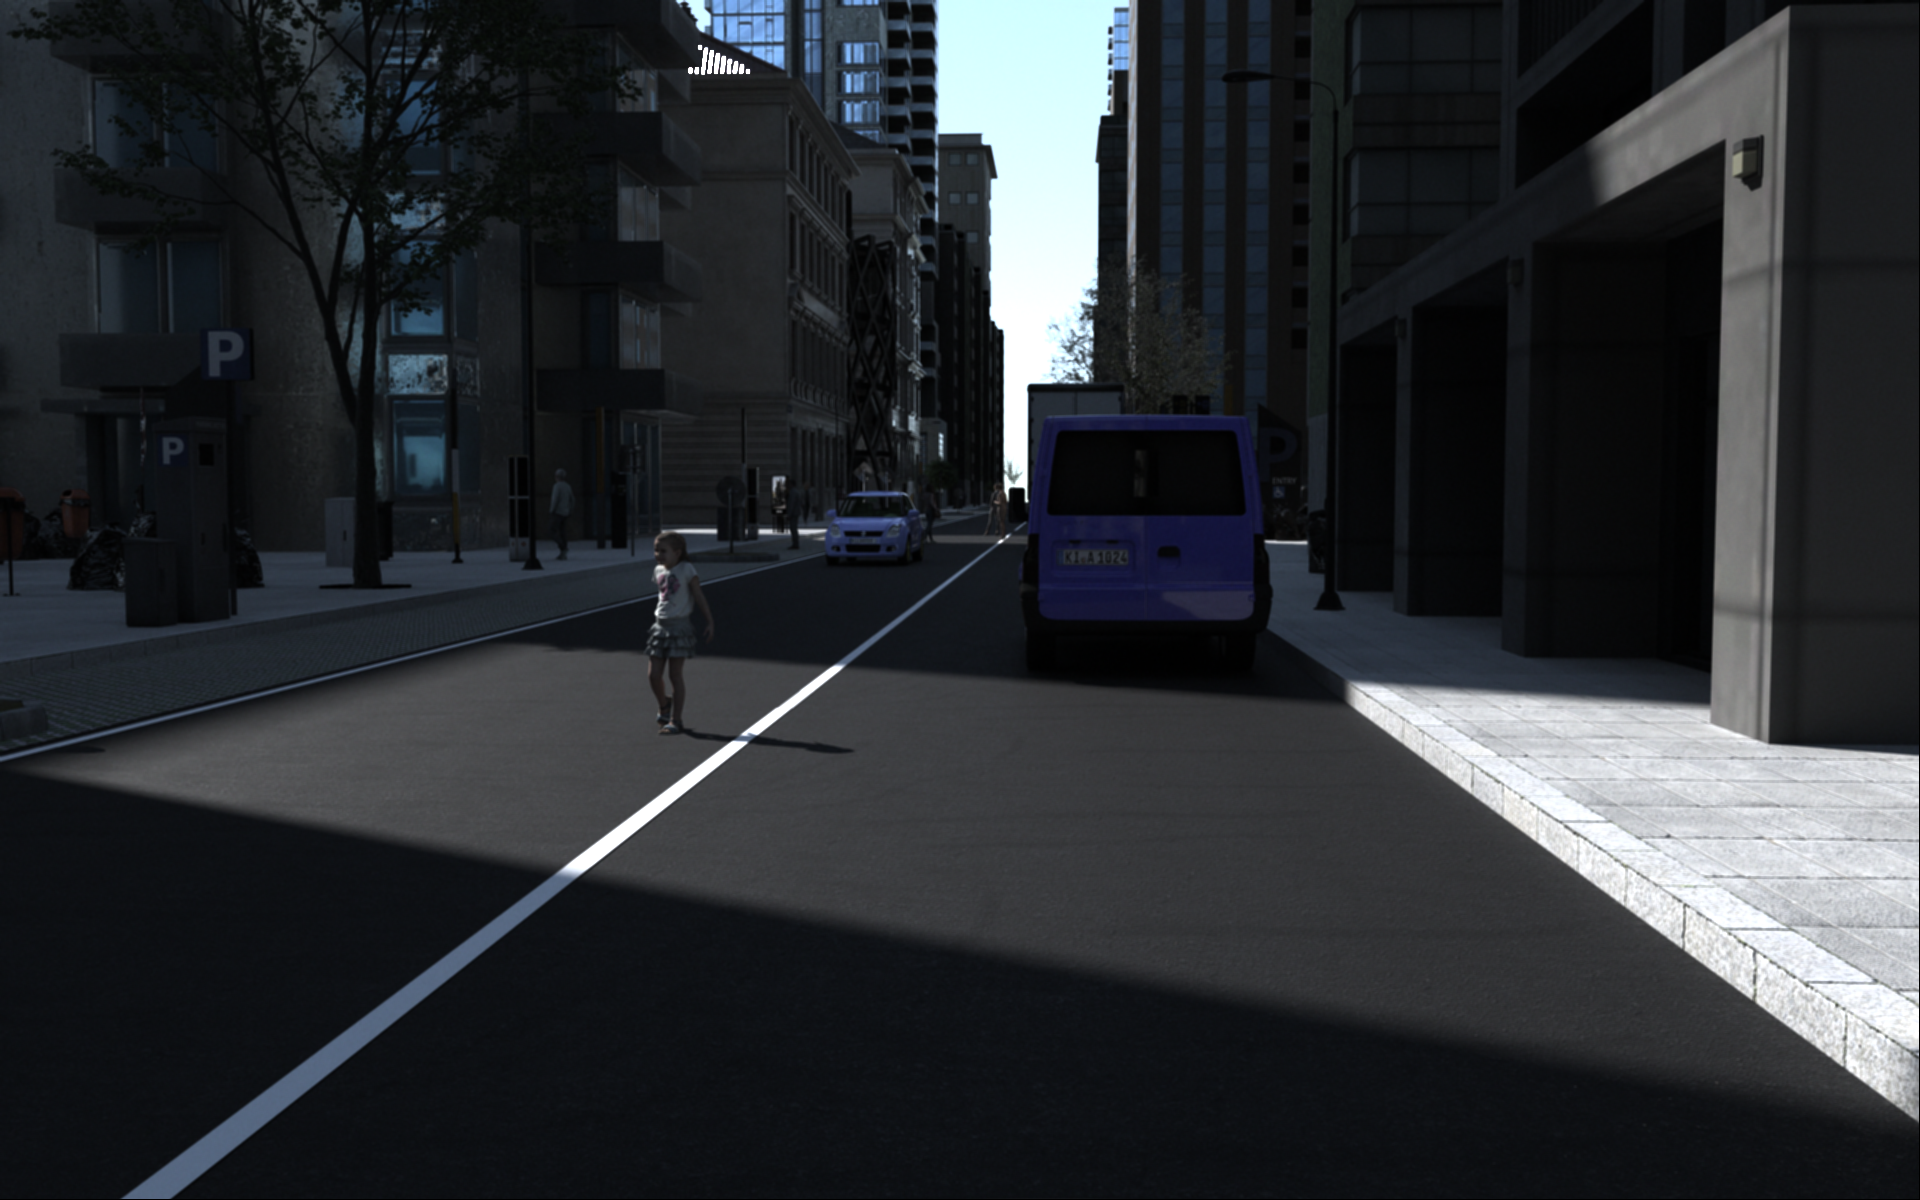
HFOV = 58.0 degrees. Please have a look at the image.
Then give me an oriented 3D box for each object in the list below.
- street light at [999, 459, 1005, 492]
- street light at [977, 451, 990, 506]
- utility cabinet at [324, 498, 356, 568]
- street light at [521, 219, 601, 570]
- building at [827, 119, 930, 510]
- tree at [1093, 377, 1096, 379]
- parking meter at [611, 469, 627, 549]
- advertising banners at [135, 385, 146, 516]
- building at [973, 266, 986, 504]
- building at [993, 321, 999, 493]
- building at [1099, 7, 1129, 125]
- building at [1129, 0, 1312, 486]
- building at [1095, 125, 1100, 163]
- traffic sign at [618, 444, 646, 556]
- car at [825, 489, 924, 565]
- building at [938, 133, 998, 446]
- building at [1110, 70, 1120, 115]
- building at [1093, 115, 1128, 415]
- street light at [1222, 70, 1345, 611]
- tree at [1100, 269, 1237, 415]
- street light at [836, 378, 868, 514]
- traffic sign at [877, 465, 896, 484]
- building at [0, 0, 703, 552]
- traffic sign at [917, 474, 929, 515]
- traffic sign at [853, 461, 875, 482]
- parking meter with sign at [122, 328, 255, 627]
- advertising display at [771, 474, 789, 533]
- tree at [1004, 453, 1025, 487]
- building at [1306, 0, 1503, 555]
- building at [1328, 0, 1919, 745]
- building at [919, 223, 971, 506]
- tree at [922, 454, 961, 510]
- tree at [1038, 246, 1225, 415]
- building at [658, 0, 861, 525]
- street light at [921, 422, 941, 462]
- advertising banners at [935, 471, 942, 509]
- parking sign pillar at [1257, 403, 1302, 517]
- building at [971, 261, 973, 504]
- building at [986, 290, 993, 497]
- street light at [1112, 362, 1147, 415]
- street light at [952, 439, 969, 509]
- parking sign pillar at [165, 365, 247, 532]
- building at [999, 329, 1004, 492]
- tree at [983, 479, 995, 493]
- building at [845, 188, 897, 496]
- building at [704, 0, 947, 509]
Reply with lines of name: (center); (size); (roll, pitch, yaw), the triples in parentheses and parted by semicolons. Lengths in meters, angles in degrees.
street light: (5.048, -15.716, 229.501); (1.470, 5.913, 1.316); (0, 4, 3)
street light: (2.572, -13.139, 187.364); (1.470, 5.913, 1.316); (0, 4, 3)
utility cabinet: (-10.809, -1.183, 30.509); (1.020, 1.237, 0.306); (3, 5, 42)
street light: (-6.720, -3.466, 29.216); (1.470, 5.913, 1.316); (0, 4, 3)
building: (-9.937, -20.700, 125.838); (14.401, 28.519, 23.554); (0, 4, 3)
tree: (12.915, -13.674, 149.326); (9.928, 11.665, 9.643); (0, 3, 0)
parking meter: (-8.050, -2.151, 40.881); (0.255, 1.863, 0.399); (-2, 4, -35)
advertising banners: (-13.601, -1.992, 28.756); (0.090, 3.025, 2.074); (-2, 4, -28)
building: (-4.560, -26.921, 211.865); (14.160, 30.474, 14.107); (0, 4, 3)
building: (-1.488, -30.974, 278.122); (14.160, 30.474, 14.107); (0, 4, 3)
building: (31.864, -59.444, 284.584); (22.319, 86.520, 31.000); (0, 4, 3)
building: (18.070, -28.270, 112.318); (14.600, 45.320, 14.200); (0, 4, 3)
building: (33.303, -39.830, 240.466); (28.713, 52.752, 27.495); (0, 4, 3)
traffic sign: (-6.738, -2.048, 35.607); (0.606, 2.300, 0.079); (1, 4, 11)
car: (-1.753, -1.619, 36.066); (1.945, 1.707, 3.694); (0, 4, 5)
building: (-9.179, -40.848, 257.097); (28.713, 52.752, 27.495); (0, 4, 3)
building: (22.582, -32.401, 179.868); (14.600, 45.320, 14.200); (0, 4, 3)
building: (17.713, -22.217, 134.944); (14.160, 30.474, 14.107); (0, 4, 3)
street light: (3.565, -2.848, 19.106); (1.470, 5.913, 1.316); (0, 4, 3)
tree: (6.762, -6.539, 57.271); (4.360, 8.622, 3.978); (0, 3, 0)
street light: (-4.388, -5.920, 69.329); (1.470, 5.913, 1.316); (0, 4, 3)
traffic sign: (-2.951, -4.112, 69.421); (0.795, 2.593, 0.064); (0, 4, 3)
building: (-23.274, -26.168, 47.458); (30.456, 49.044, 23.786); (0, 4, 3)
traffic sign: (-2.339, -6.637, 108.617); (0.768, 2.556, 0.104); (0, 4, 5)
traffic sign: (-3.422, -3.624, 61.450); (0.795, 2.593, 0.064); (0, 4, 3)
parking meter with sign: (-7.770, -1.295, 17.438); (0.543, 3.016, 1.738); (0, 4, 5)
advertising display: (-5.887, -3.149, 56.706); (0.123, 1.923, 0.974); (-3, 4, -36)
tree: (9.110, -21.612, 303.720); (4.360, 8.622, 3.978); (0, 3, 0)
building: (14.500, -21.609, 36.895); (14.154, 41.232, 14.086); (0, 4, 3)
building: (14.598, -35.008, 10.630); (20.563, 71.187, 20.611); (0, 4, 3)
building: (-6.600, -25.203, 183.773); (14.160, 30.474, 14.107); (0, 4, 3)
tree: (-1.695, -9.585, 140.423); (4.285, 4.588, 4.351); (0, 3, 0)
tree: (8.601, -10.749, 86.113); (12.009, 13.543, 11.850); (0, 3, 0)
building: (-11.591, -14.997, 81.364); (11.583, 22.565, 21.152); (0, 4, 3)
street light: (-1.917, -8.465, 110.938); (1.470, 5.913, 1.316); (0, 4, 3)
advertising banners: (-1.698, -8.299, 131.884); (0.090, 3.025, 2.074); (-1, 4, -17)
parking sign pillar: (9.381, -3.818, 50.899); (1.447, 3.967, 1.447); (1, 4, 13)
building: (-6.221, -26.065, 197.857); (14.160, 30.474, 14.107); (0, 4, 3)
building: (-3.176, -28.416, 236.297); (14.160, 30.474, 14.107); (0, 4, 3)
street light: (5.988, -5.400, 60.831); (1.470, 5.913, 1.316); (0, 4, 3)
street light: (0.046, -10.594, 145.758); (1.470, 5.913, 1.316); (0, 4, 3)
parking sign pillar: (-13.545, -2.608, 31.106); (1.447, 3.967, 1.447); (1, 4, 9)
building: (0.219, -31.839, 292.266); (14.160, 30.474, 14.107); (0, 4, 3)
tree: (3.912, -13.853, 221.098); (1.663, 3.219, 1.824); (0, 3, 0)
building: (-12.211, -14.254, 100.497); (16.820, 18.784, 16.811); (0, 4, 3)
building: (-12.025, -51.810, 159.764); (22.319, 86.520, 31.000); (0, 4, 3)
